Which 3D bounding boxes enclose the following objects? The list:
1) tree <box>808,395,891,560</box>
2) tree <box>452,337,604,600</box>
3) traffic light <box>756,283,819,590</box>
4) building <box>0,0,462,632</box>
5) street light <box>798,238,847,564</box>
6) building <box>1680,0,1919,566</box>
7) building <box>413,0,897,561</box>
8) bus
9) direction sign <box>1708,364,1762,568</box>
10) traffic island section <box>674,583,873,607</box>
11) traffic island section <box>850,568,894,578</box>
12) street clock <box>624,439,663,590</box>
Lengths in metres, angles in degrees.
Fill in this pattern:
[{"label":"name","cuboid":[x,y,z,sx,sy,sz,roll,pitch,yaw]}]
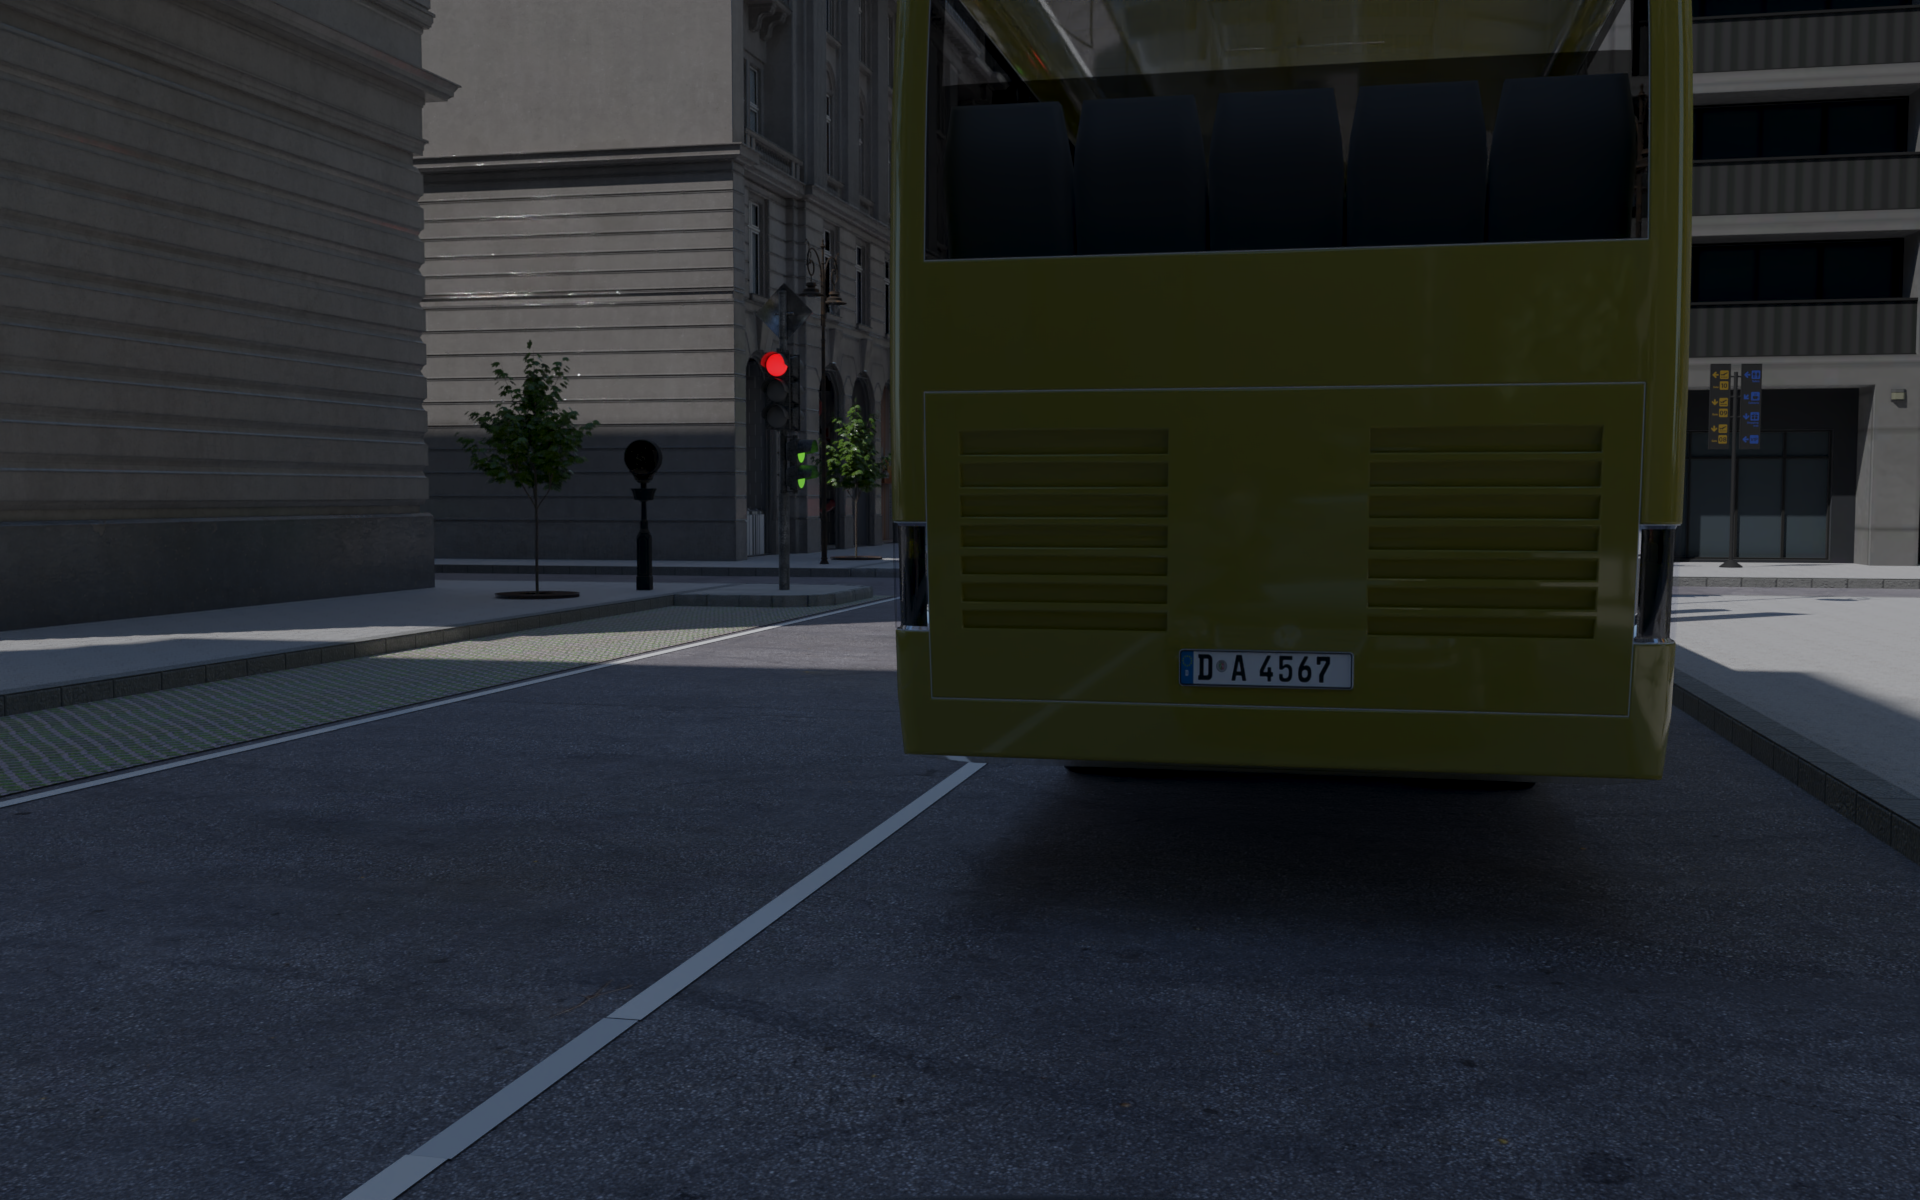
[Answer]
[{"label":"tree","cuboid":[-1.945,-2.411,34.016,1.663,3.219,1.824,0,3,0]},{"label":"tree","cuboid":[-5.307,-1.652,21.606,1.663,3.219,1.824,0,3,0]},{"label":"traffic light","cuboid":[-2.338,-2.090,23.094,0.839,4.253,0.868,1,4,13]},{"label":"building","cuboid":[-17.278,-11.717,20.449,19.941,23.489,11.050,1,4,13]},{"label":"street light","cuboid":[-2.487,-3.595,31.564,0.468,5.910,1.993,1,4,13]},{"label":"building","cuboid":[23.964,-36.652,37.512,20.611,71.187,20.563,1,4,13]},{"label":"building","cuboid":[-7.461,-12.423,44.912,13.314,21.916,24.055,1,4,13]},{"label":"bus","cuboid":[2.316,-1.215,11.418,2.896,3.916,12.252,1,4,13]},{"label":"direction sign","cuboid":[13.467,-2.334,30.151,0.876,3.537,0.379,0,4,2]},{"label":"traffic island section","cuboid":[-2.375,-0.059,23.238,2.009,0.180,2.903,1,4,13]},{"label":"traffic island section","cuboid":[-0.618,-0.535,31.028,2.009,0.180,2.903,1,4,13]},{"label":"street clock","cuboid":[-4.217,-1.134,23.108,0.471,2.002,0.358,0,4,3]}]
